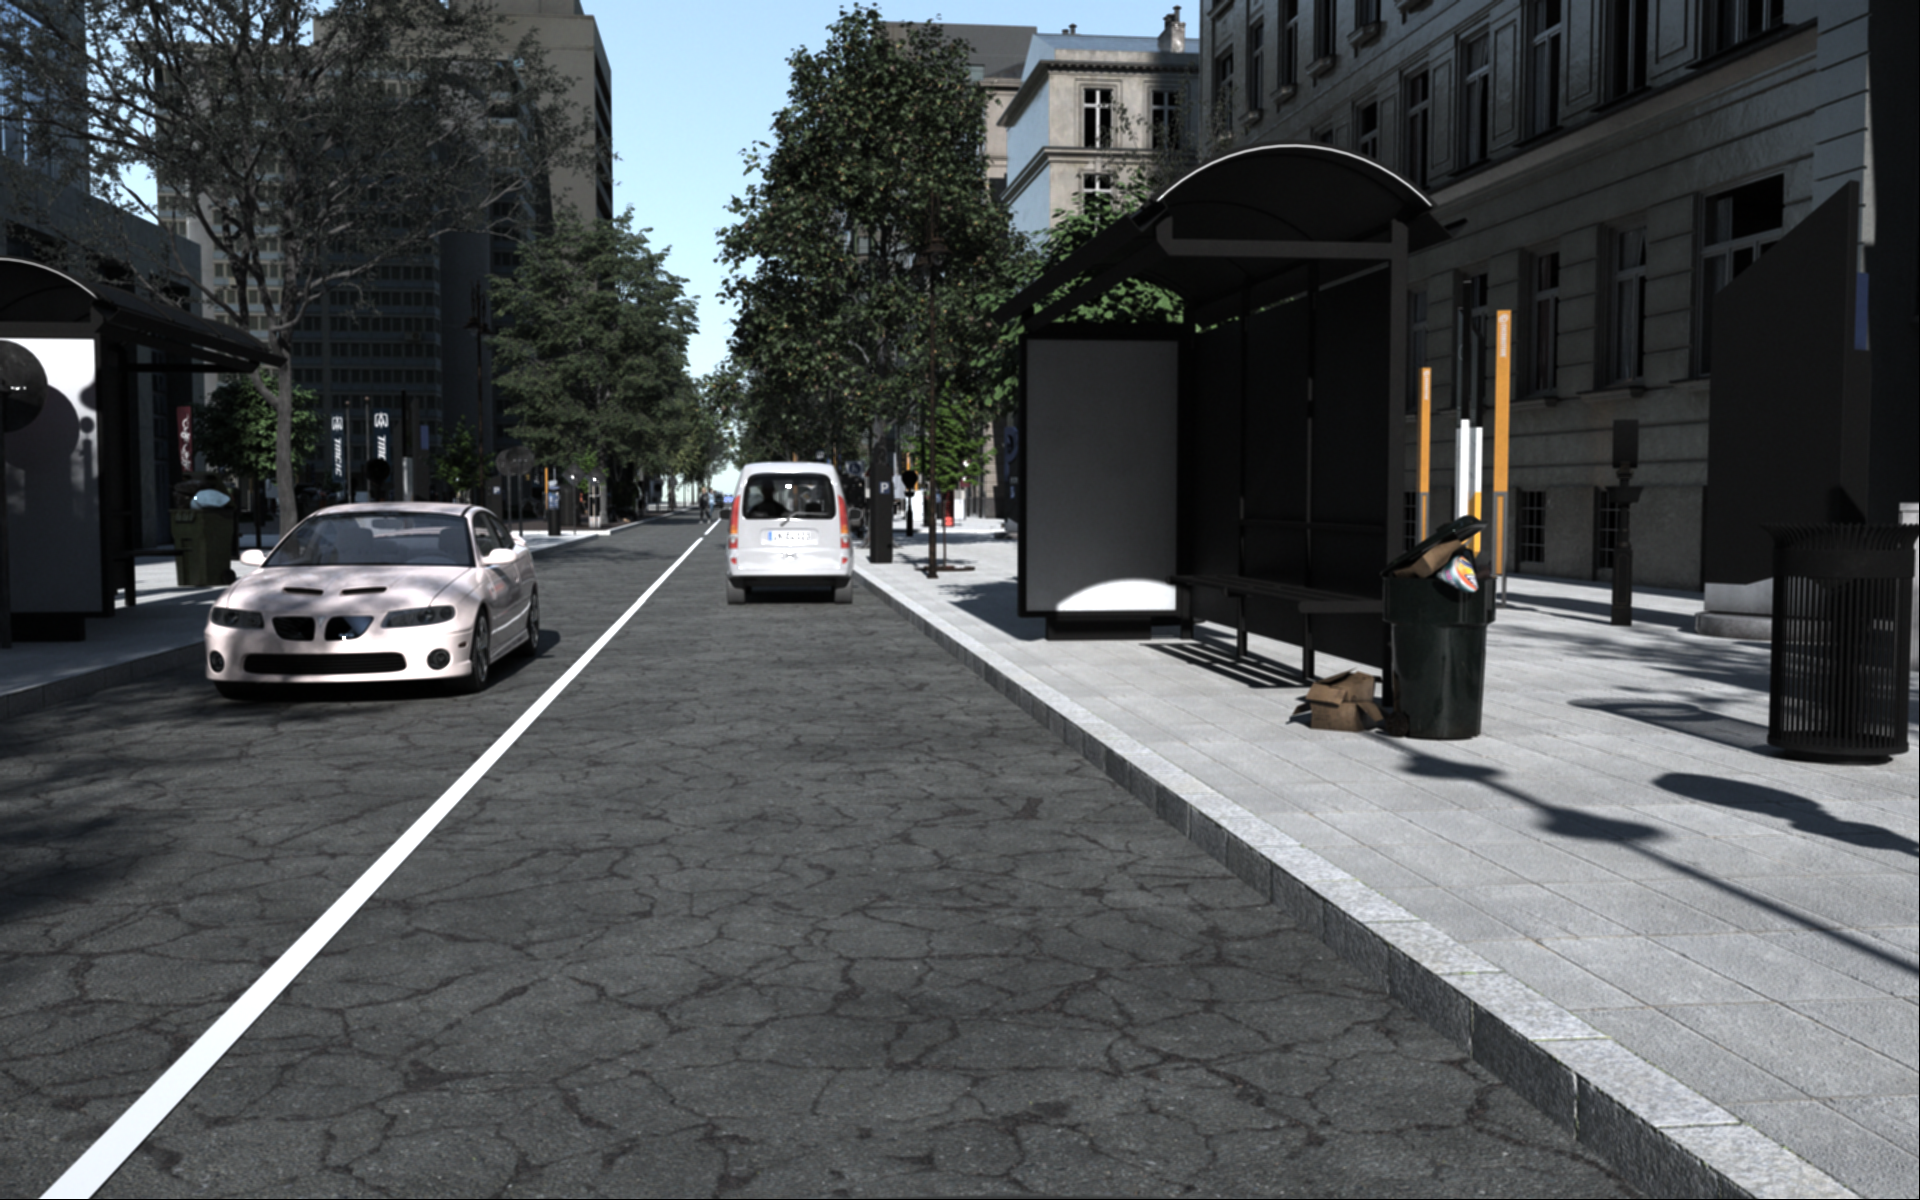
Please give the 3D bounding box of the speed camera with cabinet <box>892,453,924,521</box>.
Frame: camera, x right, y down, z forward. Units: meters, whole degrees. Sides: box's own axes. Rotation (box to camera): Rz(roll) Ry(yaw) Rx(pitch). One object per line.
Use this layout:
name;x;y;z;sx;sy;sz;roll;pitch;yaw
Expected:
speed camera with cabinet;-2.471;-5.431;83.126;2.038;3.252;0.660;3;4;36

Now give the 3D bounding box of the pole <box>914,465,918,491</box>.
pole;-2.305;-5.929;90.785;0.158;3.312;0.155;0;3;0

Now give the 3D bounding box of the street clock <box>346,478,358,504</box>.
street clock;-27.006;-4.429;76.984;0.358;2.002;0.471;3;5;40

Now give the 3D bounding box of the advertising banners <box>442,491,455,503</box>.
advertising banners;-29.208;-6.323;99.568;0.090;3.025;2.074;1;4;14

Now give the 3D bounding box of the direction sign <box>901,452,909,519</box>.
direction sign;-2.807;-5.914;88.692;0.379;3.537;0.876;2;4;26

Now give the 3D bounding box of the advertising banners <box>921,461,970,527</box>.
advertising banners;-0.497;-4.376;67.733;2.074;3.025;0.090;-1;4;-13

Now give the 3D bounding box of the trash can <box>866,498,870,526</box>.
trash can;-3.308;-3.323;65.990;0.748;1.137;0.748;0;3;0

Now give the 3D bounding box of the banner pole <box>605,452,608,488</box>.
banner pole;-17.990;-5.960;87.467;0.401;3.779;0.863;1;4;21

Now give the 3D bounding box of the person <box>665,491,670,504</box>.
person;-36.385;-12.758;217.237;1.348;1.807;0.705;2;4;24

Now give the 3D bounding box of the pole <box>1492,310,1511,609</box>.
pole;6.040;-1.559;19.331;0.158;3.312;0.155;0;3;0

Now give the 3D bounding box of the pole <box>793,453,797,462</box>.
pole;-8.019;-5.537;84.381;0.158;3.312;0.155;0;3;0

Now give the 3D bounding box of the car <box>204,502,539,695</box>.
car;-4.533;-0.095;13.919;2.083;1.381;4.827;0;4;-6

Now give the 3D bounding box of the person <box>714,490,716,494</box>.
person;-26.276;-10.851;185.916;0.705;1.824;1.348;0;4;4

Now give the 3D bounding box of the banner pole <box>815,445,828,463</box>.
banner pole;-6.699;-5.795;84.758;0.863;3.779;0.401;-2;4;-26

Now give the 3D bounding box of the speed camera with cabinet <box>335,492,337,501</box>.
speed camera with cabinet;-44.240;-7.894;123.396;0.660;3.252;2.038;-3;5;-39

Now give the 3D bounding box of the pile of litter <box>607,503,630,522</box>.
pile of litter;-15.772;-4.017;79.650;1.176;0.858;1.719;-1;4;-18

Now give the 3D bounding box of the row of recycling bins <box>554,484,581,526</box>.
row of recycling bins;-16.224;-3.898;70.843;1.069;1.692;3.534;-1;4;-20

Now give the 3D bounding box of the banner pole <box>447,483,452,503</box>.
banner pole;-37.321;-8.381;127.043;0.863;3.779;0.401;-2;4;-30

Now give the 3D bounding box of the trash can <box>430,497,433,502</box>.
trash can;-28.172;-4.880;91.441;0.748;1.137;0.748;0;3;0

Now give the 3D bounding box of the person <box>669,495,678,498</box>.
person;-35.718;-12.622;215.654;1.217;1.735;0.721;0;4;-2

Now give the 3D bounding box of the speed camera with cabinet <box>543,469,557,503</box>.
speed camera with cabinet;-27.494;-7.447;116.094;0.660;3.252;2.038;-2;4;-25

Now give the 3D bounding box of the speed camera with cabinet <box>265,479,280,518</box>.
speed camera with cabinet;-40.942;-6.719;104.190;2.038;3.252;0.660;3;4;36

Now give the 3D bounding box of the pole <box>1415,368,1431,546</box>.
pole;7.499;-2.092;28.054;0.158;3.312;0.155;0;3;0

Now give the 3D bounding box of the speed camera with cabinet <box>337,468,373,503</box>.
speed camera with cabinet;-39.747;-7.318;113.993;2.038;3.252;0.660;0;4;7

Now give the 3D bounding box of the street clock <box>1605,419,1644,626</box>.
street clock;6.465;-0.752;16.872;0.358;2.002;0.471;1;4;20

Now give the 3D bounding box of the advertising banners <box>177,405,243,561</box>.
advertising banners;-14.664;-2.300;33.794;2.074;3.025;0.090;2;4;35

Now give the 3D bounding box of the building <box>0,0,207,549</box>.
building;-33.608;-43.848;29.580;31.000;86.520;22.319;0;4;-7

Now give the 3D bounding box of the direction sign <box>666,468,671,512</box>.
direction sign;-21.310;-8.234;126.624;0.379;3.537;0.876;-1;4;-9

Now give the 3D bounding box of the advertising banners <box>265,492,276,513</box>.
advertising banners;-47.637;-7.586;120.218;0.090;3.025;2.074;1;4;21

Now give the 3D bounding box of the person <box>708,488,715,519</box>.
person;-14.135;-5.477;98.312;0.793;1.790;0.793;-2;4;-27

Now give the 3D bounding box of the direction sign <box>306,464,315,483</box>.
direction sign;-48.581;-8.413;129.557;0.379;3.537;0.876;1;4;23

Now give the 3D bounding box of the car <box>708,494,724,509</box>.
car;-24.551;-9.989;173.104;2.009;1.686;4.222;0;4;-5

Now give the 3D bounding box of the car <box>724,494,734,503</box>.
car;-36.339;-16.029;271.668;1.945;1.707;3.694;0;4;-7

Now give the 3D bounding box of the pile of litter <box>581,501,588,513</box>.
pile of litter;-25.740;-6.330;117.462;1.176;0.858;1.719;-1;4;-22

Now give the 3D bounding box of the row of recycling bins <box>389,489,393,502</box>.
row of recycling bins;-39.893;-7.118;123.490;1.069;1.692;3.534;0;4;-4

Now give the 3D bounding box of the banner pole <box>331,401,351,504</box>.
banner pole;-16.652;-3.469;46.728;0.863;3.779;0.401;2;4;26

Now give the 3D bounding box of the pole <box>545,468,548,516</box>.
pole;-23.836;-6.481;99.809;0.158;3.312;0.155;0;3;0

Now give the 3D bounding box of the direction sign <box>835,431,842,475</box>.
direction sign;-4.387;-4.309;62.456;0.379;3.537;0.876;-1;4;-18

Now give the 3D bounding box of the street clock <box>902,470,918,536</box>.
street clock;-1.525;-2.927;52.422;0.471;2.002;0.358;0;4;4

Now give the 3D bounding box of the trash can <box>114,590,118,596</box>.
trash can;-10.490;-0.562;20.847;0.748;1.137;0.748;0;3;0

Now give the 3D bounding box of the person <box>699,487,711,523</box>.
person;-12.524;-4.688;85.329;0.709;1.800;0.728;2;4;32

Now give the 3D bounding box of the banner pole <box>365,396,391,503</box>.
banner pole;-14.970;-3.329;44.454;0.863;3.779;0.401;1;4;11

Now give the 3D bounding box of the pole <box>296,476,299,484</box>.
pole;-47.754;-8.017;124.920;0.158;3.312;0.155;0;3;0

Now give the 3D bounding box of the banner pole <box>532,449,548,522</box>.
banner pole;-19.440;-5.511;80.121;0.863;3.779;0.401;-3;5;-44

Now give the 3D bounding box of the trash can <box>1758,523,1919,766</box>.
trash can;4.251;0.201;8.366;0.748;1.137;0.748;0;3;0

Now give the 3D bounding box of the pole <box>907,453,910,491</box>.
pole;-2.540;-5.599;85.385;0.158;3.312;0.155;0;3;0

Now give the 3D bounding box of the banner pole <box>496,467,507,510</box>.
banner pole;-29.868;-7.523;113.021;0.863;3.779;0.401;-2;4;-31

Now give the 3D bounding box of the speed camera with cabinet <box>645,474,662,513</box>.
speed camera with cabinet;-21.444;-7.604;118.654;2.038;3.252;0.660;-2;4;-33

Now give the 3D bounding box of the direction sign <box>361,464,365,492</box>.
direction sign;-45.542;-8.577;132.228;0.379;3.537;0.876;0;4;-1

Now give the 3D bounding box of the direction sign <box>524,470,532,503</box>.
direction sign;-26.573;-7.057;107.385;0.876;3.537;0.379;-2;4;-34

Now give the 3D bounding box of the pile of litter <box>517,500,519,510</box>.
pile of litter;-31.017;-6.678;123.150;1.176;0.858;1.719;-2;4;-28

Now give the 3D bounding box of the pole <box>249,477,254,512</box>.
pole;-43.330;-6.851;105.856;0.158;3.312;0.155;0;3;0

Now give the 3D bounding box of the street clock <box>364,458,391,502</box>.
street clock;-11.833;-1.874;35.206;0.471;2.002;0.358;-3;5;-40
